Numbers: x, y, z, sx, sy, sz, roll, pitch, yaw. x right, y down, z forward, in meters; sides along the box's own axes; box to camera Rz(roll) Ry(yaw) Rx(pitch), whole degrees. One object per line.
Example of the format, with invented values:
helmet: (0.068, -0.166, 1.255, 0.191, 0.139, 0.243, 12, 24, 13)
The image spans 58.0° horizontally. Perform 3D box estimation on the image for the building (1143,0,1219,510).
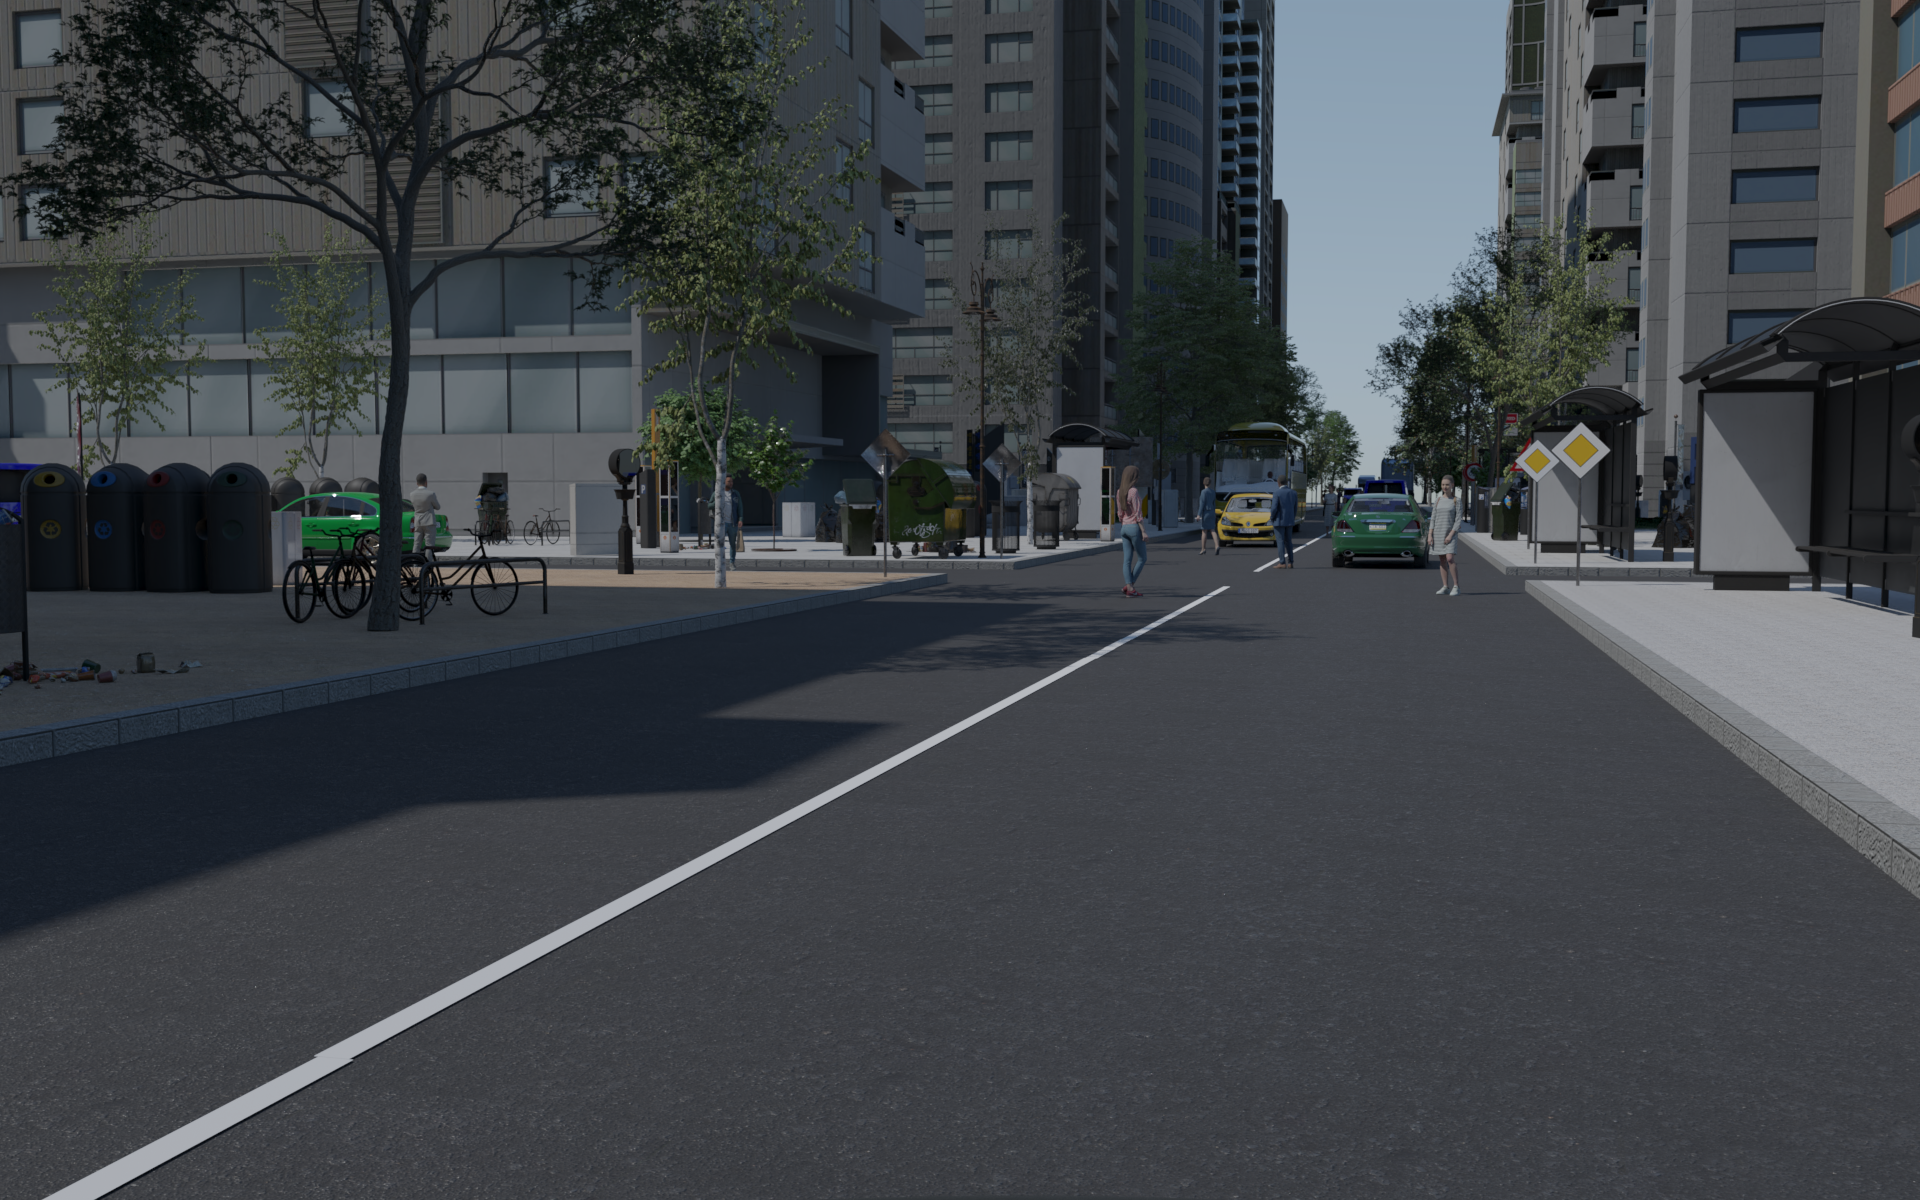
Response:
building: (9.498, -36.857, 144.615, 21.231, 58.520, 28.212, 1, 4, 14)

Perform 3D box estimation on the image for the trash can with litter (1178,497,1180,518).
trash can with litter: (11.246, -4.913, 91.718, 0.624, 1.170, 1.055, -1, 4, -12)

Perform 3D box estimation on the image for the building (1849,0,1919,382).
building: (37.655, -23.778, 43.396, 28.867, 44.769, 22.147, 1, 4, 14)

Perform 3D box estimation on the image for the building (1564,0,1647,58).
building: (58.184, -32.685, 123.644, 28.713, 52.752, 27.495, 1, 4, 14)

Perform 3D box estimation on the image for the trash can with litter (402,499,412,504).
trash can with litter: (-12.842, -1.735, 39.749, 0.624, 1.170, 1.055, 0, 4, -3)

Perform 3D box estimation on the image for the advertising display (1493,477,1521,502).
advertising display: (20.134, -3.580, 63.748, 0.974, 1.923, 0.123, 0, 4, 8)

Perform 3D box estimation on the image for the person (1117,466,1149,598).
person: (2.407, -0.947, 23.991, 0.388, 1.821, 0.555, -3, 5, -39)

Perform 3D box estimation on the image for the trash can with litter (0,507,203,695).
trash can with litter: (-6.227, -0.050, 11.870, 1.678, 1.210, 2.233, 3, 5, 41)

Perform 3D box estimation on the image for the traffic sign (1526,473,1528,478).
traffic sign: (22.803, -4.192, 68.649, 0.768, 2.556, 0.104, 1, 4, 23)

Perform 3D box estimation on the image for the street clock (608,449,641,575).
street clock: (-5.343, -1.410, 27.631, 0.358, 2.002, 0.471, 3, 5, 44)

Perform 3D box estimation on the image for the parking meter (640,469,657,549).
parking meter: (-7.365, -2.151, 40.874, 0.255, 1.863, 0.399, -3, 5, -39)

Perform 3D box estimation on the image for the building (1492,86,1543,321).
building: (82.585, -38.541, 219.390, 28.713, 52.752, 27.495, 1, 4, 14)

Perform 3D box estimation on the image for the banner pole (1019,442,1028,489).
banner pole: (3.031, -5.704, 83.274, 0.863, 3.779, 0.401, -3, 5, -42)

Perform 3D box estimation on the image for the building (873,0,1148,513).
building: (2.503, -25.280, 96.916, 14.154, 41.232, 14.086, 1, 4, 14)

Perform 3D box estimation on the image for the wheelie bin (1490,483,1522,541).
wheelie bin: (15.025, -2.431, 47.649, 0.693, 1.594, 0.980, -1, 4, -10)

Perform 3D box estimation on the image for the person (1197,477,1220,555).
person: (5.828, -1.962, 40.606, 0.581, 1.822, 0.654, -2, 4, -23)

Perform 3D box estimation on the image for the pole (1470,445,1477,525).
pole: (21.400, -4.791, 72.168, 0.158, 3.312, 0.155, 0, 3, 0)

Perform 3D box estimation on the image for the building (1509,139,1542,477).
building: (71.093, -31.652, 201.111, 14.154, 41.232, 14.086, 1, 4, 14)

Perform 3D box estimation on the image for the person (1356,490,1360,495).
person: (27.348, -6.680, 118.656, 0.436, 1.711, 0.756, -2, 4, -33)

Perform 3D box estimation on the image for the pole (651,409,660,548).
pole: (-7.284, -2.918, 41.550, 0.158, 3.312, 0.155, 0, 3, 0)

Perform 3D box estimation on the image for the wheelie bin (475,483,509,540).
wheelie bin: (-12.985, -2.465, 48.215, 0.693, 1.594, 0.980, 3, 5, 43)

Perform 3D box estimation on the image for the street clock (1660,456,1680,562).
street clock: (13.422, -1.724, 32.764, 0.358, 2.002, 0.471, 1, 4, 18)

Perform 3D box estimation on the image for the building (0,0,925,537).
building: (-17.085, -29.057, 64.314, 28.713, 52.752, 27.495, 1, 4, 14)

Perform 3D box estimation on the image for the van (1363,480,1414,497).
van: (18.829, -4.403, 76.366, 2.240, 2.365, 5.245, 1, 4, 16)

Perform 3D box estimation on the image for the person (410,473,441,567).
person: (-9.497, -1.353, 30.803, 0.511, 1.800, 0.466, 0, 4, 0)

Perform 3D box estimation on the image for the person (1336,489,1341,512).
person: (23.639, -6.107, 108.792, 0.568, 1.767, 0.683, 1, 4, 15)

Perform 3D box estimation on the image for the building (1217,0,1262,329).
building: (26.905, -55.119, 213.864, 22.319, 86.520, 31.000, 1, 4, 14)

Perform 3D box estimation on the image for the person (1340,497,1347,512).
person: (15.940, -3.620, 71.937, 0.306, 1.304, 0.590, 0, 4, -2)

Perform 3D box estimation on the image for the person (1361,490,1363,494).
person: (35.569, -8.826, 153.361, 0.990, 1.755, 0.434, -1, 4, -15)

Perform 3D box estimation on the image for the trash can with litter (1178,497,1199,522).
trash can with litter: (10.517, -4.194, 79.626, 1.678, 1.210, 2.233, 0, 4, 6)

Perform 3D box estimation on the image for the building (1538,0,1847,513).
building: (61.842, -37.262, 151.228, 21.231, 58.520, 28.212, 1, 4, 14)

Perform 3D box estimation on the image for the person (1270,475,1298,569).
person: (6.242, -1.506, 33.312, 0.721, 1.800, 0.419, -2, 4, -34)

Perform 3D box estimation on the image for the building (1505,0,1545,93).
building: (85.024, -49.239, 243.308, 20.563, 71.187, 20.611, 1, 4, 14)

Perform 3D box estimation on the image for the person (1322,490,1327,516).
person: (23.496, -6.226, 111.116, 0.721, 1.723, 1.217, 3, 4, 36)

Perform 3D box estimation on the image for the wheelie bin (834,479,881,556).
wheelie bin: (-2.144, -1.714, 35.940, 0.980, 1.594, 0.693, -1, 4, -19)

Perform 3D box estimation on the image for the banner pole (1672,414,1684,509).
banner pole: (22.659, -3.955, 54.674, 0.863, 3.779, 0.401, -3, 5, -44)

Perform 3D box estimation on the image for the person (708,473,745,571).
person: (-4.255, -1.437, 31.981, 0.794, 1.824, 0.713, 0, 4, 1)

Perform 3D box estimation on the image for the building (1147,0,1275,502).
building: (34.793, -49.018, 239.689, 20.563, 71.187, 20.611, 1, 4, 14)

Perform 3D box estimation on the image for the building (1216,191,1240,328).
building: (18.958, -24.082, 165.449, 14.160, 30.474, 14.107, 1, 4, 14)

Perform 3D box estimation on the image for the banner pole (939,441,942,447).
banner pole: (-1.022, -5.590, 81.418, 0.401, 3.779, 0.863, 2, 4, 26)

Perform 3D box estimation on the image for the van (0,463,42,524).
van: (-20.972, -1.876, 35.058, 5.245, 2.365, 2.240, 1, 4, 14)

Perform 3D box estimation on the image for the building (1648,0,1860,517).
building: (45.157, -33.218, 85.120, 21.231, 58.520, 28.212, 1, 4, 14)

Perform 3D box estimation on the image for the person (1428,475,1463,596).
person: (6.942, -0.928, 24.680, 0.512, 1.701, 0.522, 3, 5, 41)

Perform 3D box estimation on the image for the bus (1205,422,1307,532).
bus: (10.985, -4.356, 62.773, 2.896, 3.916, 12.252, 1, 4, 14)

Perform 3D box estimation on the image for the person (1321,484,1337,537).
person: (12.336, -2.985, 57.875, 0.480, 1.755, 0.524, 2, 4, 26)

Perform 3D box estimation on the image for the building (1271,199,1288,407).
building: (40.992, -37.108, 256.830, 14.600, 45.320, 14.200, 1, 4, 14)

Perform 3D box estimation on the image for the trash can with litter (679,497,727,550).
trash can with litter: (-6.243, -1.793, 40.368, 1.678, 1.210, 2.233, 1, 4, 21)

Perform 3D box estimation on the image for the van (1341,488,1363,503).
van: (37.563, -9.848, 165.406, 2.240, 2.365, 5.245, 1, 4, 14)

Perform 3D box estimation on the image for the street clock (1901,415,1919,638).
street clock: (8.621, -0.661, 15.371, 0.471, 2.002, 0.358, 0, 4, 4)

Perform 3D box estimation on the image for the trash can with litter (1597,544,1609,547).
trash can with litter: (15.793, -1.888, 42.250, 0.624, 1.170, 1.055, 2, 4, 35)

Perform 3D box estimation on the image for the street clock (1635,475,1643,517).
street clock: (25.471, -3.701, 65.079, 0.358, 2.002, 0.471, 3, 4, 36)
